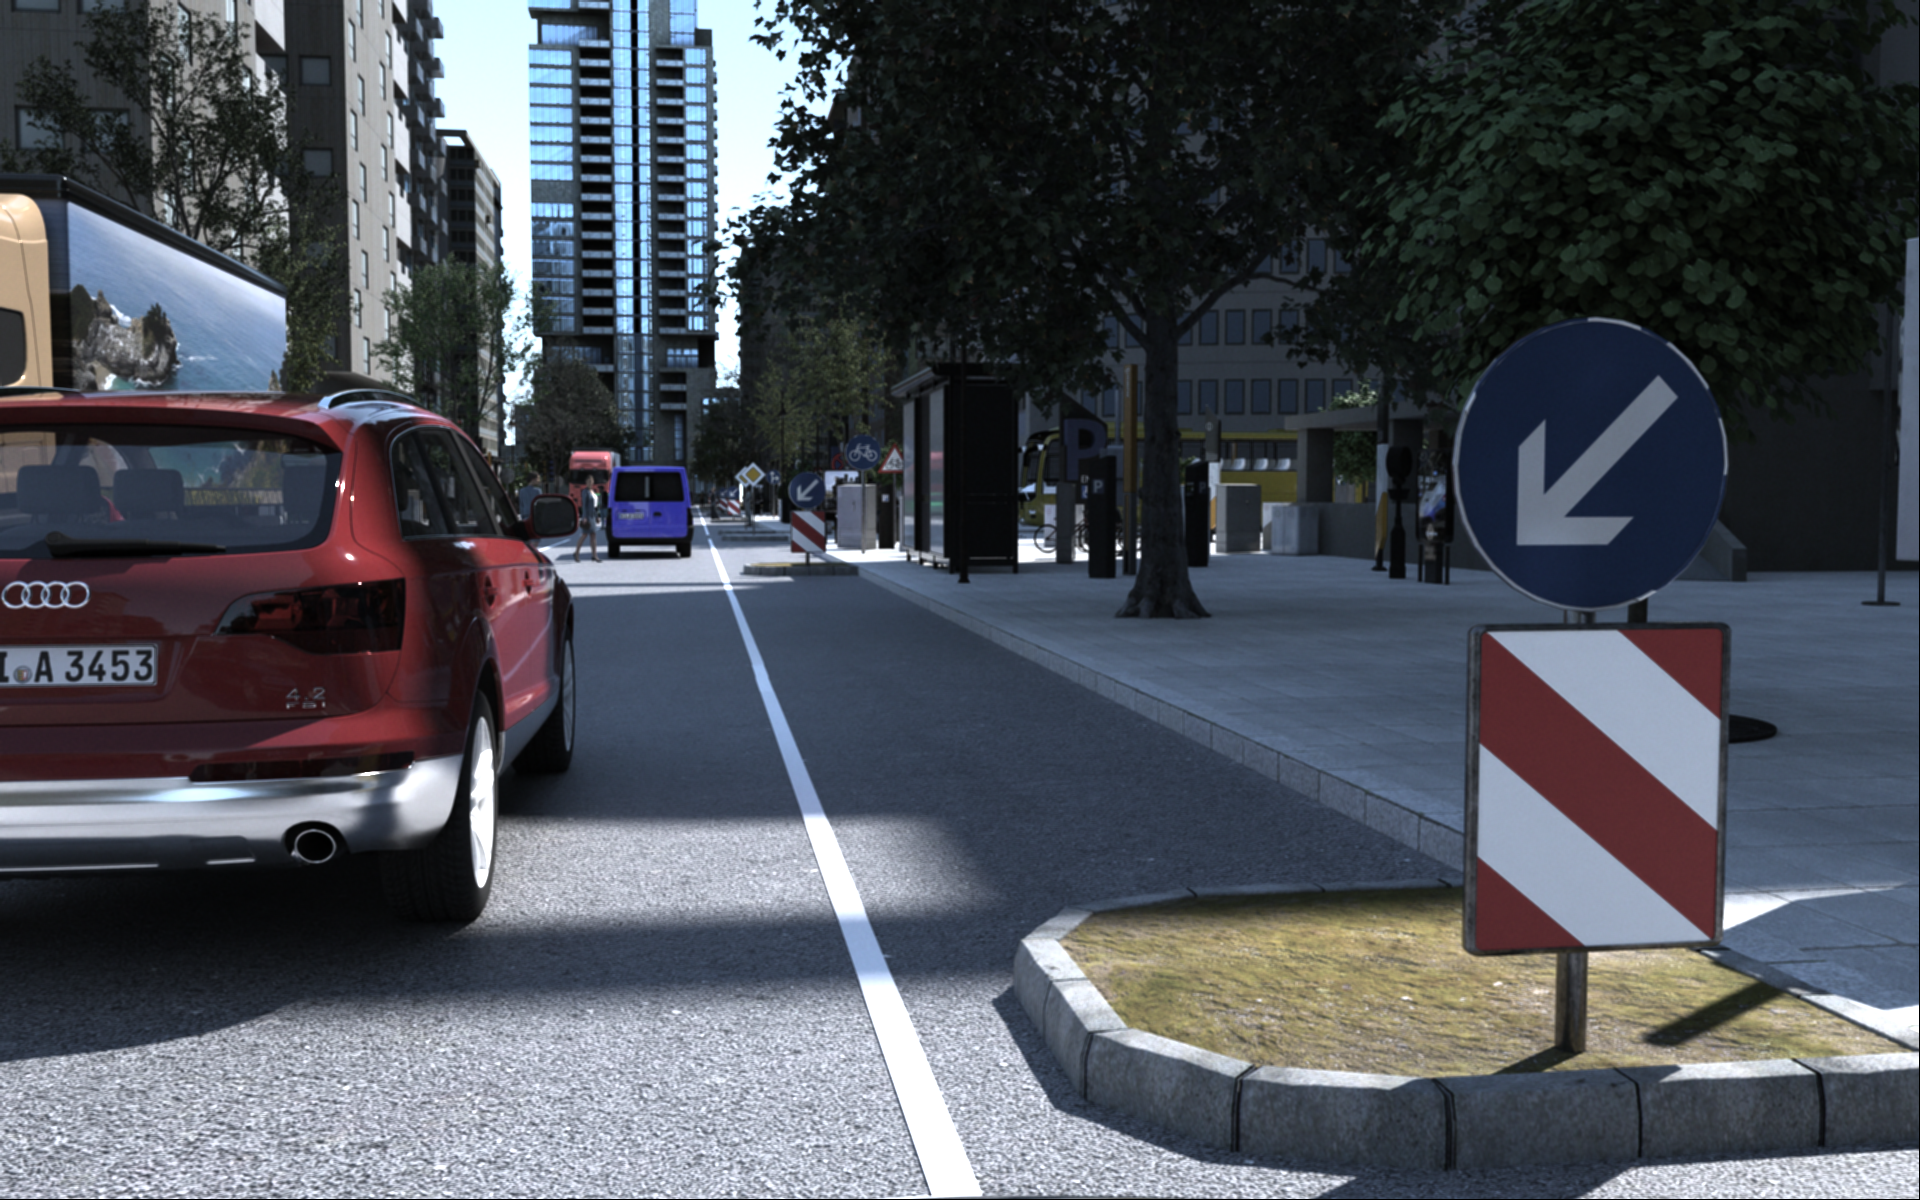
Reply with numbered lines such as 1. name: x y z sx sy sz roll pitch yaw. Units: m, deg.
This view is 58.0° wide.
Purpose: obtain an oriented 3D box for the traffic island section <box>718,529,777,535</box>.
1. traffic island section: -7.632 -2.425 61.922 2.009 0.180 2.903 -1 4 -9

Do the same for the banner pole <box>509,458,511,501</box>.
1. banner pole: -30.721 -7.876 118.782 0.401 3.779 0.863 1 4 11

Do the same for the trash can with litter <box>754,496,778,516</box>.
1. trash can with litter: -11.015 -5.511 101.164 2.233 1.210 1.678 -1 4 -22

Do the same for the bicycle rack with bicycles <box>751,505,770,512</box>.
1. bicycle rack with bicycles: -14.303 -6.936 126.787 2.852 0.926 2.925 2 4 27

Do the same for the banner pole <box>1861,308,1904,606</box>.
1. banner pole: 10.873 -1.837 20.045 0.863 3.779 0.401 -2 4 -26

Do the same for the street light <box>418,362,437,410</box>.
1. street light: -18.610 -5.375 60.669 0.468 5.910 1.993 -1 4 -9

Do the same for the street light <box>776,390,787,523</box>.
1. street light: -7.924 -6.400 77.433 0.468 5.910 1.993 -1 4 -9

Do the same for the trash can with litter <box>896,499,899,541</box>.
1. trash can with litter: -1.562 -2.162 46.739 0.624 1.170 1.055 3 5 44

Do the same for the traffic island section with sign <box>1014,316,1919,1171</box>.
1. traffic island section with sign: 1.202 0.243 4.650 1.989 1.847 2.006 -1 4 -9

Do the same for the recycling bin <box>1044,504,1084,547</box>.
1. recycling bin: 2.537 -1.814 42.214 0.722 1.027 0.722 3 5 42

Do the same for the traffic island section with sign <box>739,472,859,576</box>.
1. traffic island section with sign: -2.907 -1.386 31.292 1.989 1.847 2.006 -1 4 -9

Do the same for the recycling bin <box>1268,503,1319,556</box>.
1. recycling bin: 7.025 -1.453 36.310 0.722 1.027 0.722 -3 5 -41

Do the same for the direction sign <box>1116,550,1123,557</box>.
1. direction sign: 3.394 -2.663 35.532 0.379 3.537 0.876 0 4 4

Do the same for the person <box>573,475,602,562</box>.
1. person: -7.832 -1.708 36.444 0.654 1.822 0.581 2 4 32

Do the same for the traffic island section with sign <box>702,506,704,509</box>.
1. traffic island section with sign: -23.171 -9.416 162.574 1.989 1.847 2.006 -1 4 -9

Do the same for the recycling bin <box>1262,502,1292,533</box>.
1. recycling bin: 9.839 -2.511 53.602 0.722 1.027 0.722 3 5 41

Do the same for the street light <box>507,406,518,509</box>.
1. street light: -23.067 -7.130 89.368 0.468 5.910 1.993 -1 4 -9

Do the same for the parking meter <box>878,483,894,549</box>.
1. parking meter: -1.729 -1.972 40.655 0.372 1.533 0.369 0 3 0

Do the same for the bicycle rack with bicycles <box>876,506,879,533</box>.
1. bicycle rack with bicycles: -1.726 -2.493 54.136 2.852 0.926 2.925 -1 4 -18

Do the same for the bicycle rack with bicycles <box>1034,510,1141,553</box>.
1. bicycle rack with bicycles: 3.376 -1.531 38.410 2.925 0.926 2.852 1 4 21

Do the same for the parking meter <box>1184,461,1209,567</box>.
1. parking meter: 4.168 -1.518 30.535 0.399 1.863 0.255 -3 5 -39

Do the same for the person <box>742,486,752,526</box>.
1. person: -9.483 -4.175 76.938 0.466 1.800 0.511 -2 4 -32

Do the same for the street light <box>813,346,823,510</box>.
1. street light: -4.405 -4.942 53.591 0.468 5.910 1.993 -1 4 -9

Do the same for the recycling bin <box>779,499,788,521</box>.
1. recycling bin: -8.168 -4.233 81.770 0.722 1.027 0.722 -1 4 -10

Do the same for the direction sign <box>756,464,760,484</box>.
1. direction sign: -15.241 -8.387 129.119 0.876 3.537 0.379 3 4 38

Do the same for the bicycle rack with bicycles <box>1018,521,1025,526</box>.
1. bicycle rack with bicycles: 3.134 -3.454 69.861 2.925 0.926 2.852 1 4 15

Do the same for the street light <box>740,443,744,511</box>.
1. street light: -16.919 -9.927 135.091 0.468 5.910 1.993 -1 4 -9

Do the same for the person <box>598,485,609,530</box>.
1. person: -14.211 -3.682 69.052 0.721 1.781 0.623 -3 5 -44

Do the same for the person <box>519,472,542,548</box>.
1. person: -7.439 -1.314 30.010 0.581 1.822 0.654 3 4 38

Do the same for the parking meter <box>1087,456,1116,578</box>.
1. parking meter: 2.166 -1.269 26.463 0.399 1.863 0.255 3 4 38

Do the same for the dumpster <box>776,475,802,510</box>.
1. dumpster: -8.457 -5.175 87.111 1.502 2.255 1.985 -1 4 -9

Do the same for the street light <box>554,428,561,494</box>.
1. street light: -27.494 -8.902 118.340 0.468 5.910 1.993 -1 4 -9

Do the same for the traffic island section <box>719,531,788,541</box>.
1. traffic island section: -6.414 -1.942 54.030 2.009 0.180 2.903 -1 4 -9

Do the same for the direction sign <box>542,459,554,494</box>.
1. direction sign: -26.497 -7.302 111.390 0.876 3.537 0.379 1 4 19

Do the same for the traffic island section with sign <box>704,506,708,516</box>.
1. traffic island section with sign: -15.596 -6.413 113.479 1.989 1.847 2.006 -1 4 -9

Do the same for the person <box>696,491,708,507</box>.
1. person: -27.533 -10.782 184.876 1.348 1.812 0.705 -1 4 -14

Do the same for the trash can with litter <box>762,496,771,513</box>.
1. trash can with litter: -13.092 -6.565 118.731 1.055 1.170 0.624 2 4 34

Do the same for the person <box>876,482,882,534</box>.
1. person: -2.722 -3.009 57.601 0.656 1.842 0.836 0 4 0

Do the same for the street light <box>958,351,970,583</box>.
1. street light: 0.056 -3.184 24.841 0.468 5.910 1.993 -1 4 -9

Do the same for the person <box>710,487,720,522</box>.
1. person: -12.781 -4.964 90.087 0.534 1.772 0.576 -2 4 -35

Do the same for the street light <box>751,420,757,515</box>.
1. street light: -12.637 -8.176 106.463 0.468 5.910 1.993 -1 4 -9

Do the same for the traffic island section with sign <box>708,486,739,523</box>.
1. traffic island section with sign: -11.475 -4.784 86.839 1.989 1.847 2.006 -1 4 -9
